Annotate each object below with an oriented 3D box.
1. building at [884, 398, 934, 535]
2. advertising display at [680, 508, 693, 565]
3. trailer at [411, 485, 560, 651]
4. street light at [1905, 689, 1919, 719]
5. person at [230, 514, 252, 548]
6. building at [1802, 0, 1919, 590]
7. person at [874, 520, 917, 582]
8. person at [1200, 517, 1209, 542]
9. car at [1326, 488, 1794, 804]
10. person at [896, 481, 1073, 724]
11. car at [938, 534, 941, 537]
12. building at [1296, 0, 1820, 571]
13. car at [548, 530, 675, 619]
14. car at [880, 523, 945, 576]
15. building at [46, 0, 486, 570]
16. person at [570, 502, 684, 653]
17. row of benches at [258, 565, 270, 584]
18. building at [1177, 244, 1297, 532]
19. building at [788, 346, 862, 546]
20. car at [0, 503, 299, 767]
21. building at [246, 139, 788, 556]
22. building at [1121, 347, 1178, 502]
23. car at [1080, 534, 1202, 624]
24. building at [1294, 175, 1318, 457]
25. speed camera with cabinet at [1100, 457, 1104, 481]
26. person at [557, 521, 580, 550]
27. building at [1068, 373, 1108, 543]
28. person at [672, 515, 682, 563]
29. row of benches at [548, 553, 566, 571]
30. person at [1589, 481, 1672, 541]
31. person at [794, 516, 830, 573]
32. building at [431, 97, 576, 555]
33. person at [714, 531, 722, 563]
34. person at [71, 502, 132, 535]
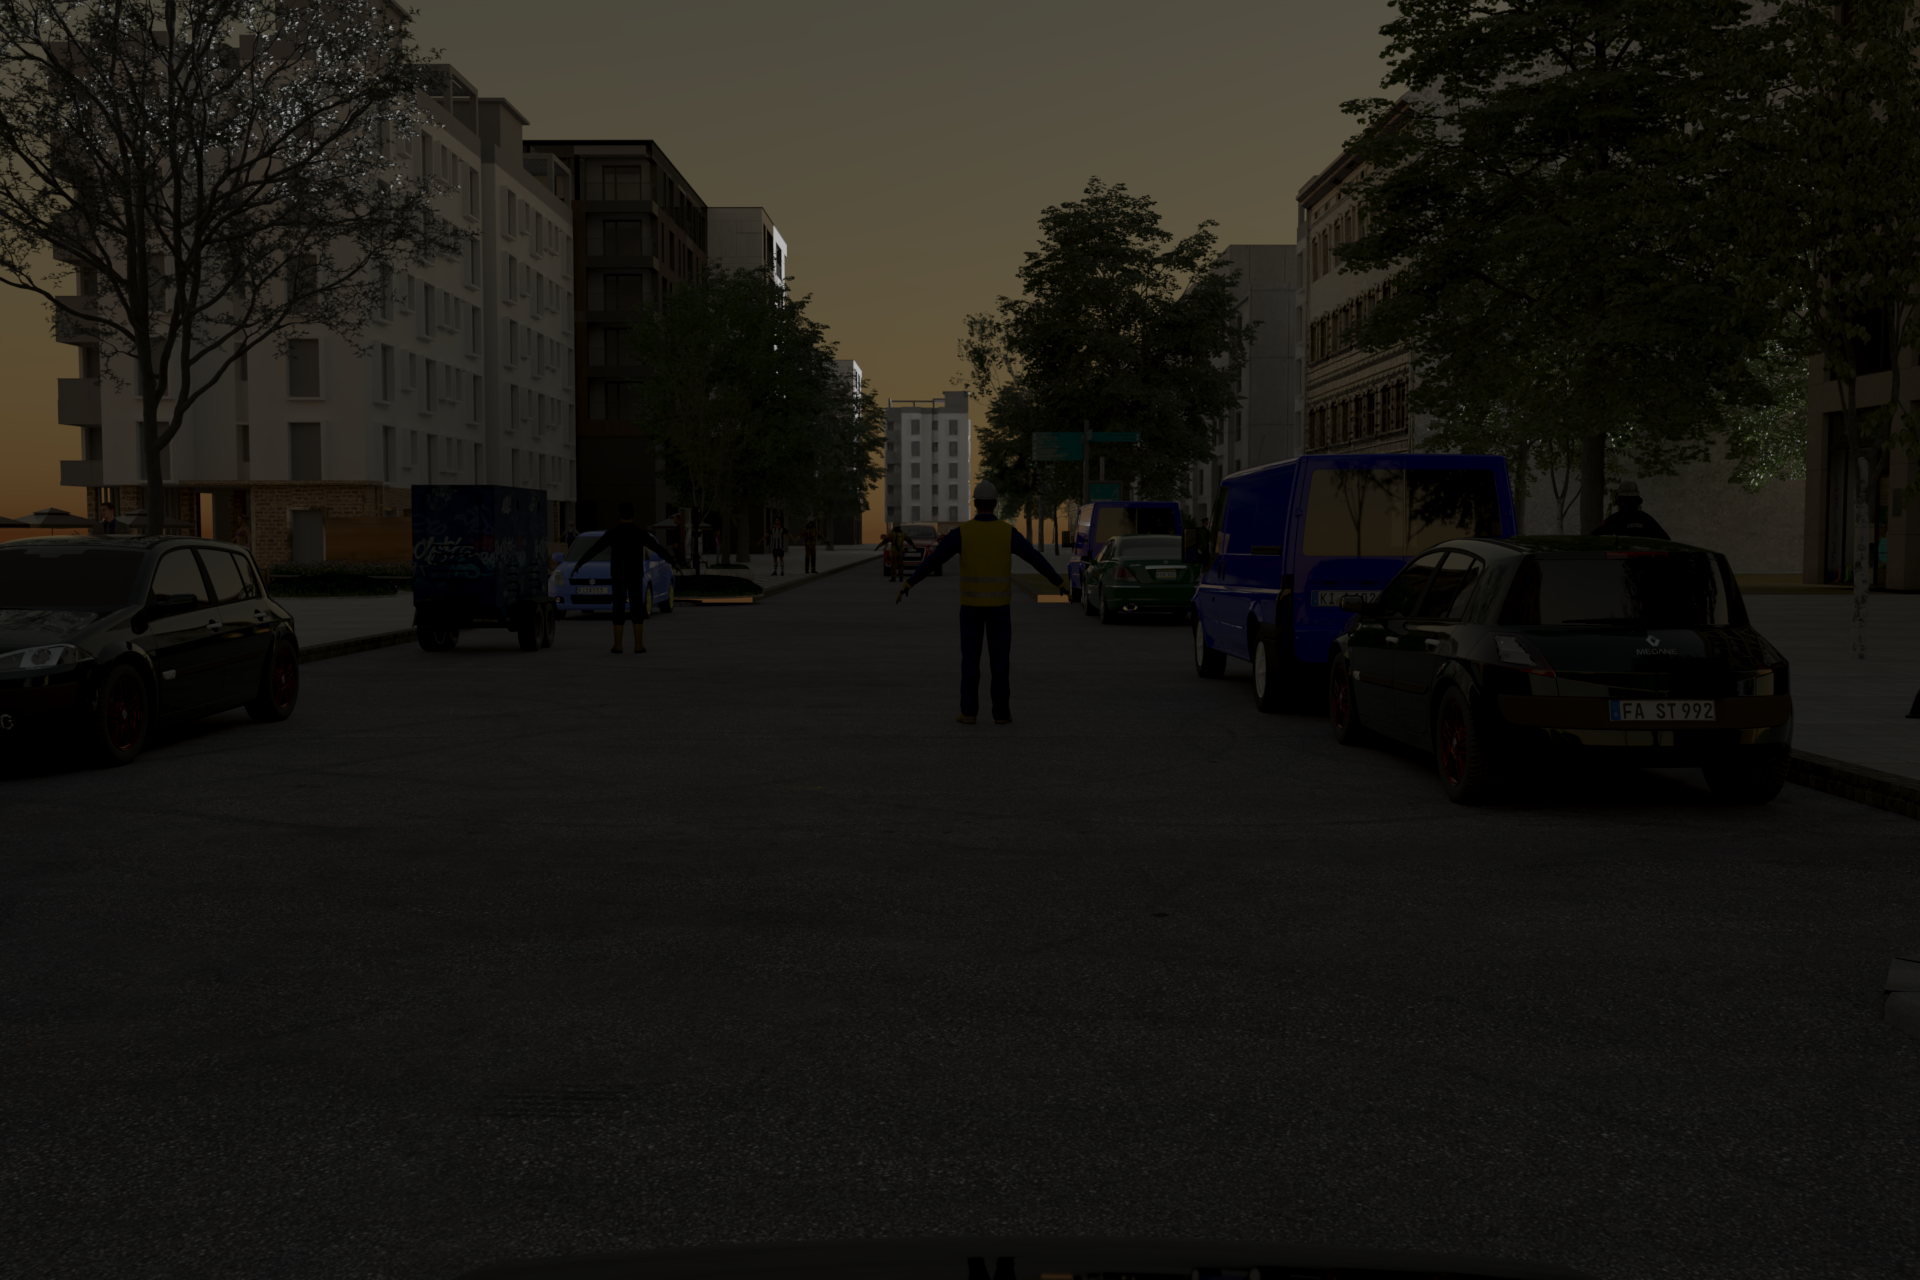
[{"bbox_3d":[-9.798,-22.888,233.091,11.380,20.090,16.016,0,4,1],"label":"building"},{"bbox_3d":[-6.806,-2.317,43.104,0.123,1.923,0.974,0,4,1],"label":"advertising display"},{"bbox_3d":[-5.865,-0.840,20.783,1.471,1.999,3.904,0,4,0],"label":"trailer"},{"bbox_3d":[7.314,-2.409,11.925,1.470,5.913,1.316,0,4,0],"label":"street light"},{"bbox_3d":[-16.547,-2.016,39.770,0.721,1.733,1.217,-3,5,-44],"label":"person"},{"bbox_3d":[29.749,-13.478,23.562,19.350,26.588,34.151,0,4,0],"label":"building"},{"bbox_3d":[-1.898,-2.677,51.997,1.354,1.858,0.705,-1,4,-21],"label":"person"},{"bbox_3d":[8.162,-3.155,57.513,0.705,1.837,1.347,1,4,17],"label":"person"},{"bbox_3d":[3.441,-0.048,10.576,2.009,1.686,4.222,0,4,-1],"label":"car"},{"bbox_3d":[0.190,-0.287,13.126,1.349,1.833,0.705,0,4,-2],"label":"person"},{"bbox_3d":[-1.809,-7.669,137.183,2.131,1.459,4.920,0,4,-1],"label":"car"},{"bbox_3d":[24.888,-14.562,69.025,19.493,23.208,18.063,0,4,-1],"label":"building"},{"bbox_3d":[-6.077,-1.268,30.318,1.945,1.707,3.694,0,4,0],"label":"car"},{"bbox_3d":[-1.619,-3.167,60.456,2.281,1.827,5.304,0,4,-1],"label":"car"},{"bbox_3d":[-25.057,-12.474,60.373,16.016,20.090,11.380,0,3,0],"label":"building"},{"bbox_3d":[-4.009,-0.751,20.874,1.346,1.812,0.704,-1,4,-10],"label":"person"},{"bbox_3d":[-16.552,-1.329,37.197,4.104,0.672,1.422,2,4,27],"label":"row of benches"},{"bbox_3d":[24.784,-15.170,114.492,16.747,18.905,31.486,0,4,0],"label":"building"},{"bbox_3d":[-26.343,-21.832,200.931,27.936,21.610,32.646,0,4,0],"label":"building"},{"bbox_3d":[-6.008,-0.129,11.891,2.009,1.686,4.222,0,4,0],"label":"car"},{"bbox_3d":[-26.265,-16.053,106.443,27.936,21.610,32.646,0,4,1],"label":"building"},{"bbox_3d":[25.052,-18.244,164.739,16.747,18.905,31.486,0,4,-1],"label":"building"},{"bbox_3d":[3.128,-1.052,28.992,2.131,1.459,4.920,0,4,-1],"label":"car"},{"bbox_3d":[23.209,-14.450,92.672,16.016,20.090,11.380,0,4,-1],"label":"building"},{"bbox_3d":[3.860,-3.025,43.800,0.660,3.252,2.038,0,4,-2],"label":"speed camera with cabinet"},{"bbox_3d":[-16.807,-4.230,75.012,1.347,1.847,0.705,0,4,6],"label":"person"},{"bbox_3d":[21.980,-22.181,193.590,19.493,23.208,18.063,0,3,0],"label":"building"},{"bbox_3d":[-7.686,-2.501,47.120,0.704,1.802,1.346,-1,4,-12],"label":"person"},{"bbox_3d":[-13.022,-2.427,55.149,1.422,0.672,4.104,-2,4,-27],"label":"row of benches"},{"bbox_3d":[7.081,-0.769,18.443,1.351,1.845,0.704,0,4,-7],"label":"person"},{"bbox_3d":[-4.865,-3.100,56.448,1.354,1.858,0.705,-3,4,-36],"label":"person"},{"bbox_3d":[-24.709,-13.462,76.529,16.016,20.090,11.380,0,4,-1],"label":"building"},{"bbox_3d":[-10.155,-3.909,73.175,0.599,1.433,0.991,0,4,-1],"label":"person"},{"bbox_3d":[-12.696,-1.170,25.699,0.617,1.759,0.750,1,4,9],"label":"person"}]
